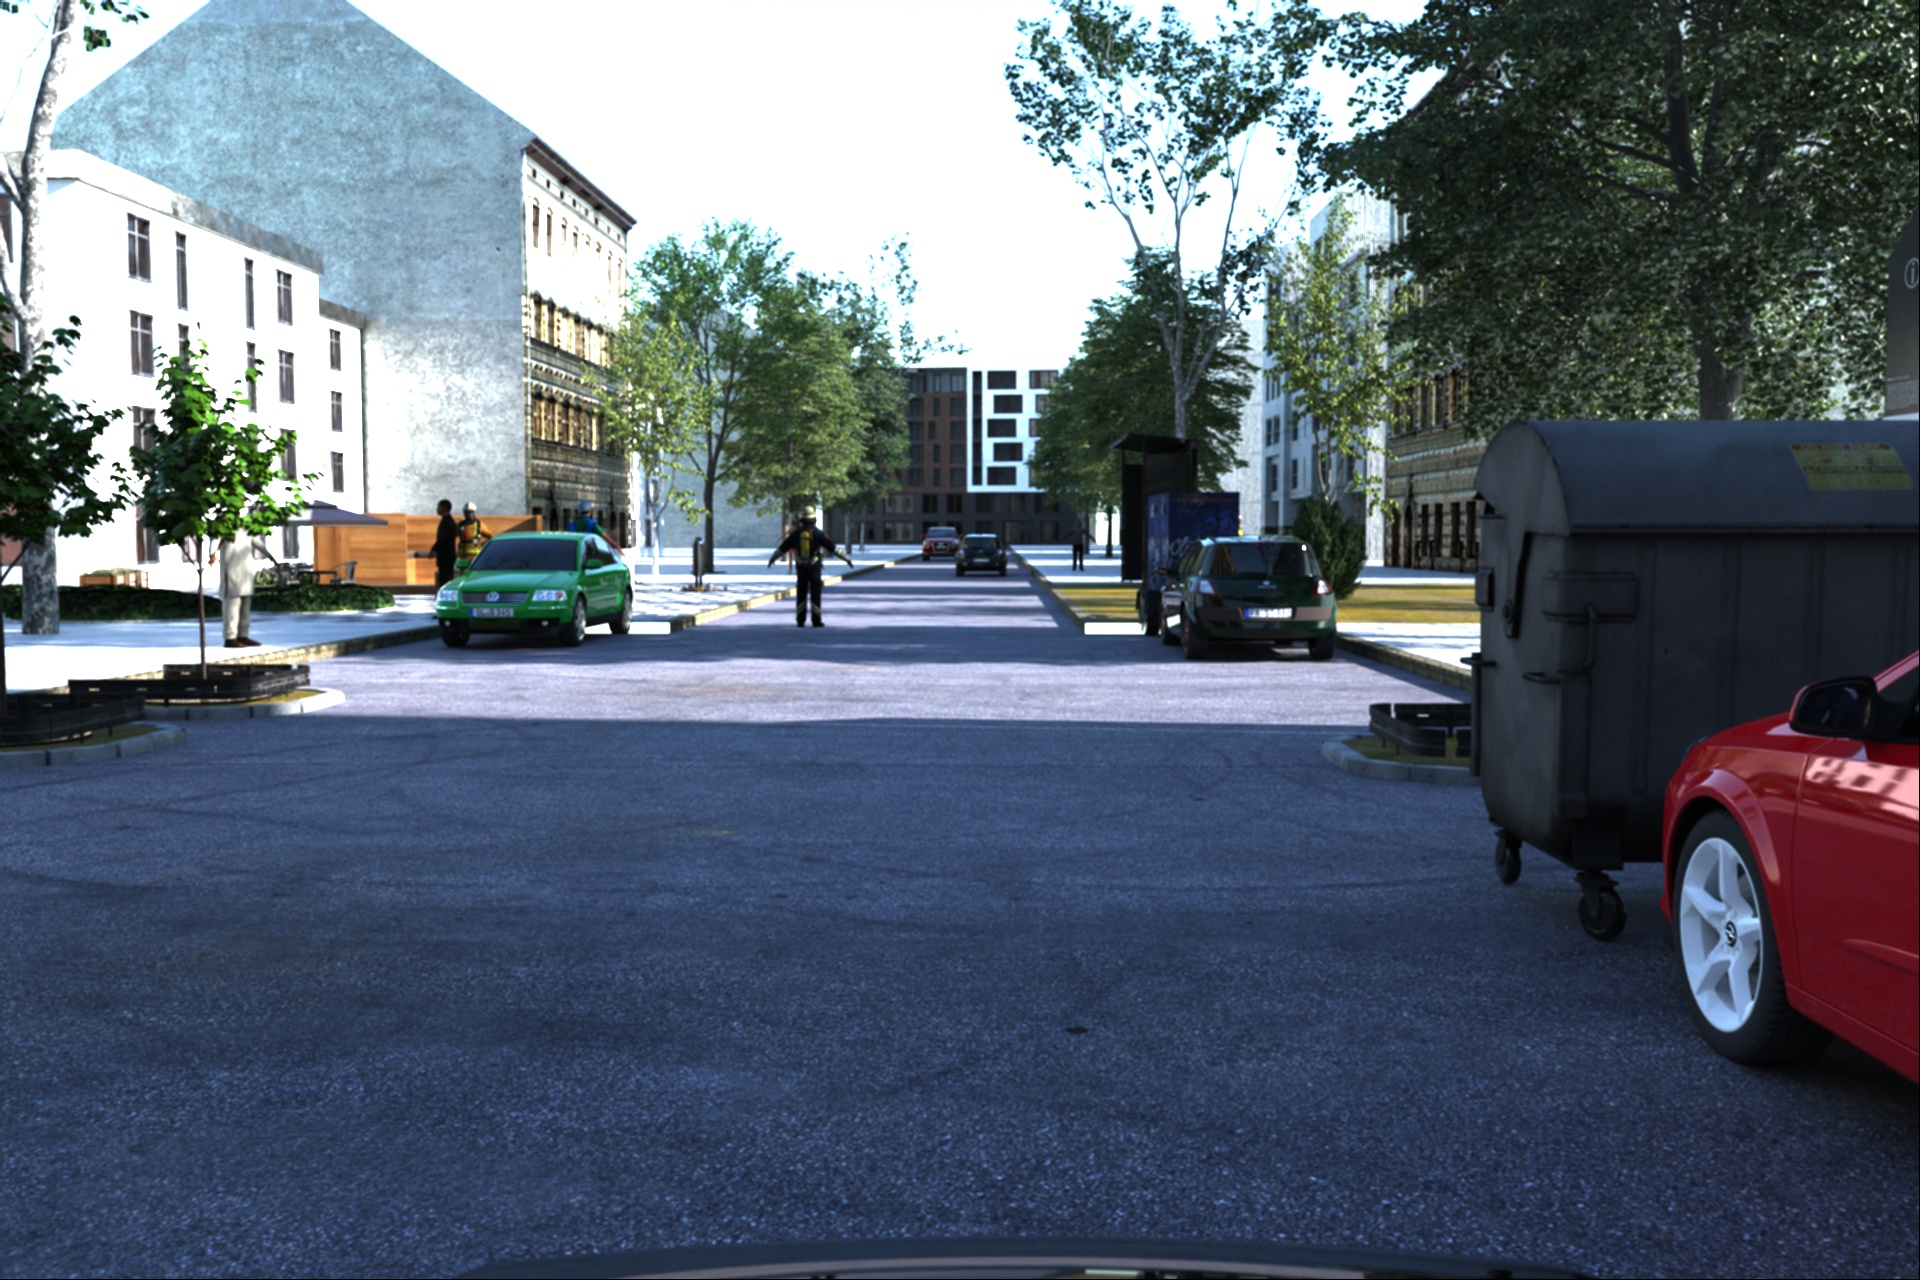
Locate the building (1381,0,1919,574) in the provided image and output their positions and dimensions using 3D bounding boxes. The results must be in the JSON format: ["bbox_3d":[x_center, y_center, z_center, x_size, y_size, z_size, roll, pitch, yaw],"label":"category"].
[{"bbox_3d":[25.657,-13.881,57.881,19.493,23.208,18.063,0,4,1],"label":"building"}]

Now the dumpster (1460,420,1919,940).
[{"bbox_3d":[2.962,0.100,6.573,1.865,1.857,1.264,0,4,0],"label":"dumpster"}]

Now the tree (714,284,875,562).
[{"bbox_3d":[-7.607,-9.848,79.143,7.486,12.596,7.792,0,3,0],"label":"tree"}]

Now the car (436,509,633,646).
[{"bbox_3d":[-5.675,-0.899,23.495,1.959,1.807,4.718,0,4,1],"label":"car"}]

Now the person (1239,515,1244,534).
[{"bbox_3d":[8.016,-2.689,49.937,0.705,1.833,1.349,3,4,37],"label":"person"}]

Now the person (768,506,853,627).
[{"bbox_3d":[-2.325,-1.130,26.712,1.354,1.856,0.705,1,4,9],"label":"person"}]

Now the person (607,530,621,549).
[{"bbox_3d":[-12.136,-3.136,60.544,0.599,1.433,0.991,1,4,19],"label":"person"}]

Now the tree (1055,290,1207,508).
[{"bbox_3d":[7.800,-9.993,81.518,7.486,12.596,7.792,0,3,0],"label":"tree"}]

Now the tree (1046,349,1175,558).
[{"bbox_3d":[8.169,-10.246,93.279,9.928,11.665,9.643,0,3,0],"label":"tree"}]

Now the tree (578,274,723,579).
[{"bbox_3d":[-8.651,-6.027,48.896,4.737,8.622,4.395,0,3,0],"label":"tree"}]

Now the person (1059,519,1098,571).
[{"bbox_3d":[4.143,-3.339,60.724,1.348,1.813,0.705,1,4,8],"label":"person"}]

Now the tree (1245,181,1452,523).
[{"bbox_3d":[7.851,-5.249,36.176,4.737,8.622,4.395,0,3,0],"label":"tree"}]

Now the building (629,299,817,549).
[{"bbox_3d":[-23.567,-20.110,159.719,19.493,23.208,18.063,0,4,2],"label":"building"}]

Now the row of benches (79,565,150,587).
[{"bbox_3d":[-16.135,-1.078,33.093,1.422,0.672,4.104,-1,4,-17],"label":"row of benches"}]

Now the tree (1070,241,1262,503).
[{"bbox_3d":[7.982,-9.165,67.970,7.486,12.596,7.792,0,3,0],"label":"tree"}]

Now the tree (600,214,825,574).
[{"bbox_3d":[-8.121,-7.985,56.305,9.928,11.665,9.643,0,3,0],"label":"tree"}]

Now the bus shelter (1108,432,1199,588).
[{"bbox_3d":[4.775,-3.172,43.150,1.731,3.624,6.357,0,4,1],"label":"bus shelter"}]

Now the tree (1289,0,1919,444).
[{"bbox_3d":[9.038,-6.974,20.678,9.857,13.997,8.962,0,3,0],"label":"tree"}]

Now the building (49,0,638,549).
[{"bbox_3d":[-25.496,-14.925,74.945,19.493,23.208,18.063,0,4,2],"label":"building"}]

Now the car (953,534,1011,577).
[{"bbox_3d":[0.746,-3.042,59.530,2.009,1.686,4.222,0,4,2],"label":"car"}]

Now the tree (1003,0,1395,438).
[{"bbox_3d":[8.203,-12.085,53.483,12.611,20.169,13.585,0,3,0],"label":"tree"}]

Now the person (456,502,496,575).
[{"bbox_3d":[-8.809,-1.553,31.158,1.354,1.858,0.705,-1,4,-12],"label":"person"}]

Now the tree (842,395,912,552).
[{"bbox_3d":[-7.063,-12.301,126.881,9.928,11.665,9.643,0,3,0],"label":"tree"}]

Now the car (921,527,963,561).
[{"bbox_3d":[-0.970,-5.208,93.828,2.281,1.827,5.304,0,4,1],"label":"car"}]

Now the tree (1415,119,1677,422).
[{"bbox_3d":[9.954,-4.867,29.934,4.737,8.622,4.395,0,3,0],"label":"tree"}]

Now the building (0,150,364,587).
[{"bbox_3d":[-23.627,-6.727,52.140,9.099,9.664,28.070,0,4,1],"label":"building"}]

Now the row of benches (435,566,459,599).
[{"bbox_3d":[-8.500,-1.118,33.742,4.104,0.672,1.422,1,4,23],"label":"row of benches"}]

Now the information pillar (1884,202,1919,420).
[{"bbox_3d":[6.567,-1.263,12.007,0.183,3.616,0.504,0,4,1],"label":"information pillar"}]

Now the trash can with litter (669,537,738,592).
[{"bbox_3d":[-5.733,-1.718,39.151,1.678,1.210,2.233,0,4,2],"label":"trash can with litter"}]

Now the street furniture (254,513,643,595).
[{"bbox_3d":[-13.244,-2.050,40.380,11.010,1.723,9.812,-1,4,-14],"label":"street furniture"}]

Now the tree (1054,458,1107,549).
[{"bbox_3d":[8.552,-10.288,118.568,4.360,8.622,3.978,0,3,0],"label":"tree"}]

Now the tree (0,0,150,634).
[{"bbox_3d":[-13.160,-10.188,22.456,12.611,20.169,13.585,0,3,0],"label":"tree"}]

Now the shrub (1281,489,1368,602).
[{"bbox_3d":[6.312,-1.621,30.546,1.661,2.075,1.752,0,3,0],"label":"shrub"}]

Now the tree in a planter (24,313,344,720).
[{"bbox_3d":[-6.255,-1.040,14.219,1.991,3.239,1.994,0,4,1],"label":"tree in a planter"}]

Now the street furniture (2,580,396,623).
[{"bbox_3d":[-14.529,-0.734,27.627,10.072,0.657,5.734,0,4,-2],"label":"street furniture"}]

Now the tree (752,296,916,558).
[{"bbox_3d":[-7.285,-11.456,93.960,9.857,13.997,8.962,0,3,0],"label":"tree"}]

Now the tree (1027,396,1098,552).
[{"bbox_3d":[8.637,-12.137,124.202,9.928,11.665,9.643,0,3,0],"label":"tree"}]

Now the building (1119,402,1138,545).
[{"bbox_3d":[26.876,-19.686,188.317,16.747,18.905,31.486,0,4,1],"label":"building"}]

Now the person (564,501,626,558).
[{"bbox_3d":[-5.971,-1.319,27.697,1.347,1.817,0.704,1,4,21],"label":"person"}]

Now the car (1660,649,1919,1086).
[{"bbox_3d":[2.942,0.344,3.416,2.155,1.783,4.494,0,4,1],"label":"car"}]

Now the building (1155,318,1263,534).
[{"bbox_3d":[25.952,-17.383,150.666,16.747,18.905,31.486,0,4,1],"label":"building"}]

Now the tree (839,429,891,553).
[{"bbox_3d":[-6.679,-10.236,117.716,4.360,8.622,3.978,0,3,0],"label":"tree"}]

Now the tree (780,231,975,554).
[{"bbox_3d":[-5.836,-15.422,108.038,12.611,20.169,13.585,0,3,0],"label":"tree"}]

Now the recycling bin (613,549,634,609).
[{"bbox_3d":[-5.973,-1.032,29.434,0.722,1.027,0.722,0,4,2],"label":"recycling bin"}]

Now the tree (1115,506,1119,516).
[{"bbox_3d":[21.734,-16.621,222.117,4.737,8.622,4.395,0,3,0],"label":"tree"}]

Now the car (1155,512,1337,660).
[{"bbox_3d":[3.440,-0.696,21.171,2.009,1.686,4.222,0,4,1],"label":"car"}]

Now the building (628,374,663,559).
[{"bbox_3d":[-21.451,-9.615,99.348,9.099,9.664,28.070,0,4,0],"label":"building"}]

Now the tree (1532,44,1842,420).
[{"bbox_3d":[16.425,-7.513,40.966,7.486,12.596,7.792,0,3,0],"label":"tree"}]

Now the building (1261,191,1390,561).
[{"bbox_3d":[28.028,-14.161,97.982,16.747,18.905,31.486,0,4,1],"label":"building"}]

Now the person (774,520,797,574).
[{"bbox_3d":[-5.364,-2.972,55.395,1.217,1.733,0.721,-2,4,-31],"label":"person"}]

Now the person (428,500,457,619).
[{"bbox_3d":[-7.824,-1.226,26.270,0.704,1.802,1.346,0,4,-6],"label":"person"}]

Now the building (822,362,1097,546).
[{"bbox_3d":[0.616,-22.869,220.332,32.646,21.610,27.936,0,4,8],"label":"building"}]

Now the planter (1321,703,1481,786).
[{"bbox_3d":[3.327,0.631,10.826,1.991,0.319,1.994,0,4,1],"label":"planter"}]

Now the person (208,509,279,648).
[{"bbox_3d":[-8.175,-0.828,19.630,0.704,1.819,1.344,0,4,8],"label":"person"}]

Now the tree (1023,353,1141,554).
[{"bbox_3d":[7.756,-11.690,109.260,7.486,12.596,7.792,0,3,0],"label":"tree"}]

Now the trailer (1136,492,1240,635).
[{"bbox_3d":[3.321,-1.128,25.491,1.471,1.999,3.904,0,4,0],"label":"trailer"}]

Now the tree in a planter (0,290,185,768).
[{"bbox_3d":[-6.359,-0.868,11.418,1.991,3.239,1.994,0,4,1],"label":"tree in a planter"}]
